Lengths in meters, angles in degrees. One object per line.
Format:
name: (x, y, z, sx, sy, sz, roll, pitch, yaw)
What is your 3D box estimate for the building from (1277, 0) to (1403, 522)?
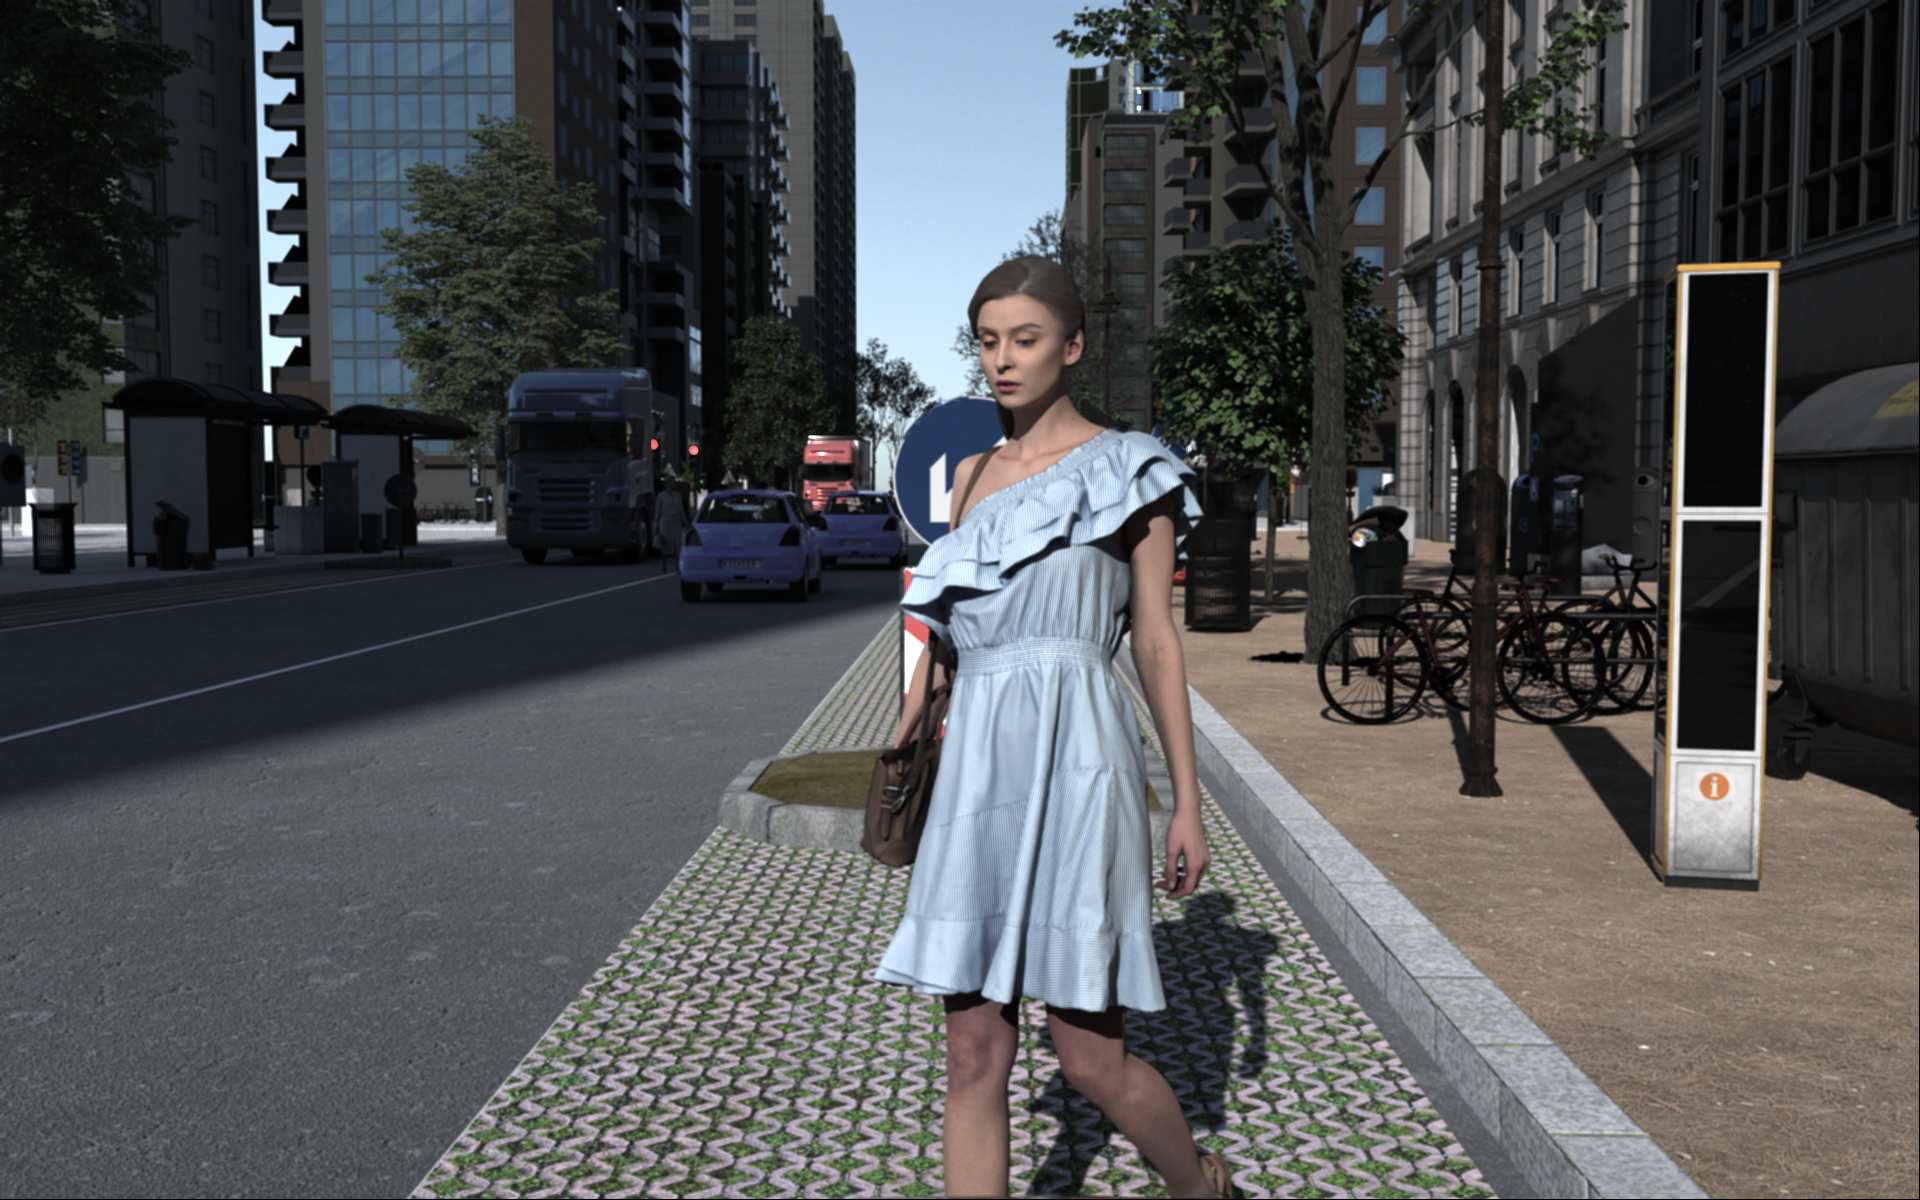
building: (22.860, -26.267, 79.572, 14.200, 45.320, 14.600, 0, 4, 1)

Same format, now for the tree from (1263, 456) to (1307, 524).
tree: (13.626, -4.841, 73.748, 1.663, 3.219, 1.824, 0, 3, 0)

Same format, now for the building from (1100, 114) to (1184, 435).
building: (17.813, -22.220, 134.994, 14.160, 30.474, 14.107, 0, 4, 1)

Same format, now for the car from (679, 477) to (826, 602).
car: (-2.878, -0.903, 24.362, 1.945, 1.707, 3.694, 0, 4, -1)

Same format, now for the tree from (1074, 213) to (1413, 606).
tree: (3.643, -2.241, 20.354, 4.285, 4.588, 4.351, 0, 3, 0)

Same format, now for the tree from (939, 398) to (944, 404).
tree: (-7.740, -23.335, 237.411, 12.611, 20.169, 13.585, 0, 3, 0)

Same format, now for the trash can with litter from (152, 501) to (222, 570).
trash can with litter: (-13.089, -1.098, 29.333, 1.055, 1.170, 0.624, 0, 4, -6)

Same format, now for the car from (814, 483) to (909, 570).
car: (-1.908, -1.487, 33.896, 1.945, 1.707, 3.694, 0, 4, 1)

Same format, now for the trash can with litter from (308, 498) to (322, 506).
trash can with litter: (-17.325, -2.185, 47.114, 0.624, 1.170, 1.055, -3, 4, -38)

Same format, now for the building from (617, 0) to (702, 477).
building: (-29.875, -49.324, 119.115, 22.319, 86.520, 31.000, 0, 4, 1)

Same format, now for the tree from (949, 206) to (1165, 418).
tree: (4.486, -10.071, 75.034, 12.009, 13.543, 11.850, 0, 3, 0)

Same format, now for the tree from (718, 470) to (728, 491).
tree: (-19.234, -8.854, 139.365, 1.663, 3.219, 1.824, 0, 3, 0)

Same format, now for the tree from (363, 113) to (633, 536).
tree: (-13.746, -8.179, 51.862, 7.486, 12.596, 7.792, 0, 3, 0)

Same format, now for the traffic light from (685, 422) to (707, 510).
traffic light: (-10.308, -4.809, 67.550, 0.839, 4.253, 0.868, 0, 4, 1)

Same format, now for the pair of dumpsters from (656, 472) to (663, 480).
pair of dumpsters: (-13.263, -4.432, 74.959, 1.574, 2.255, 4.437, 0, 4, 1)

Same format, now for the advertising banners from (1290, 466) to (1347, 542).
advertising banners: (9.452, -3.042, 45.926, 0.090, 3.025, 2.074, -3, 4, -36)

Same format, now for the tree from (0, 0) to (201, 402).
tree: (-13.689, -6.383, 22.493, 7.486, 12.596, 7.792, 0, 3, 0)

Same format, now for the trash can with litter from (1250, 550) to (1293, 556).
trash can with litter: (5.860, -1.552, 36.439, 2.233, 1.210, 1.678, 1, 4, 19)

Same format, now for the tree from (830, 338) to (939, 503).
tree: (-9.517, -21.520, 207.739, 12.611, 20.169, 13.585, 0, 3, 0)

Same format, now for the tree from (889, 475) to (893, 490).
tree: (-9.062, -16.849, 259.188, 4.285, 4.588, 4.351, 0, 3, 0)

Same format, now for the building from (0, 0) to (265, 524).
building: (-42.153, -24.238, 79.886, 14.086, 41.232, 14.154, 0, 4, 1)

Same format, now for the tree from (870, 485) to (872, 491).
tree: (-10.139, -11.647, 185.032, 1.663, 3.219, 1.824, 0, 3, 0)

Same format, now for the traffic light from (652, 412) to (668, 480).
traffic light: (-10.475, -4.321, 59.566, 0.839, 4.253, 0.868, 0, 4, 1)

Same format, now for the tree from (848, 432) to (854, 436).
tree: (-11.263, -13.847, 176.758, 4.360, 8.622, 3.978, 0, 3, 0)

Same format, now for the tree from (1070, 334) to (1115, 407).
tree: (5.514, -11.238, 101.870, 7.486, 12.596, 7.792, 0, 3, 0)

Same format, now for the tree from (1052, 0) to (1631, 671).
tree: (2.653, -5.329, 12.886, 9.928, 11.665, 9.643, 0, 3, 0)

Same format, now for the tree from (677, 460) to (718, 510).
tree: (-12.976, -5.480, 84.203, 1.663, 3.219, 1.824, 0, 3, 0)

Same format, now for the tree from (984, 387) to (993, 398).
tree: (6.243, -15.291, 156.661, 9.857, 13.997, 8.962, 0, 3, 0)

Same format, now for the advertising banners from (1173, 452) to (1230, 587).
advertising banners: (2.993, -1.705, 24.063, 2.074, 3.025, 0.090, 3, 5, 41)

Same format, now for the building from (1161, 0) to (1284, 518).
building: (23.777, -27.480, 103.919, 22.147, 44.769, 28.867, 0, 4, 1)

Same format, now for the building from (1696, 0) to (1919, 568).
building: (17.824, -13.520, 14.565, 14.314, 27.812, 24.014, 0, 4, 1)

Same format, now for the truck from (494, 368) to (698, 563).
truck: (-7.625, -3.242, 42.769, 2.967, 4.110, 18.799, 0, 4, 1)

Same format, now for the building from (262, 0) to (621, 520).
building: (-26.133, -26.889, 89.745, 14.600, 45.320, 14.200, 0, 4, 1)

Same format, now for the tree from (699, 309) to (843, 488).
tree: (-11.763, -11.637, 107.267, 9.611, 12.733, 9.660, 0, 3, 0)

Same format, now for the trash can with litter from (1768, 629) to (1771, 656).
trash can with litter: (7.077, -0.174, 13.908, 1.678, 1.210, 2.233, -1, 4, -14)

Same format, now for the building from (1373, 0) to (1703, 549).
building: (18.420, -12.044, 38.728, 13.314, 21.916, 24.055, 0, 4, 1)

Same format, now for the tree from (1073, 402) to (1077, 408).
tree: (4.107, -8.214, 84.665, 4.360, 8.622, 3.978, 0, 3, 0)

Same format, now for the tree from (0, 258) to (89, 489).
tree: (-30.641, -6.501, 56.660, 4.360, 8.622, 3.978, 0, 3, 0)

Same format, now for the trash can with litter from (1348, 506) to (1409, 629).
trash can with litter: (3.881, -0.324, 16.677, 0.624, 1.170, 1.055, -1, 4, -10)

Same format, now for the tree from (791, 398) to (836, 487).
tree: (-11.128, -10.878, 128.212, 4.737, 8.622, 4.395, 0, 3, 0)

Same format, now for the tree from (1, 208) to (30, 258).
tree: (-22.871, -5.481, 39.981, 4.360, 8.622, 3.978, 0, 3, 0)

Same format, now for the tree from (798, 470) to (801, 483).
tree: (-11.362, -9.478, 138.673, 4.285, 4.588, 4.351, 0, 3, 0)

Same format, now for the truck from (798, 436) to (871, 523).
truck: (-6.049, -5.905, 85.454, 2.839, 4.237, 11.283, 0, 4, 1)
